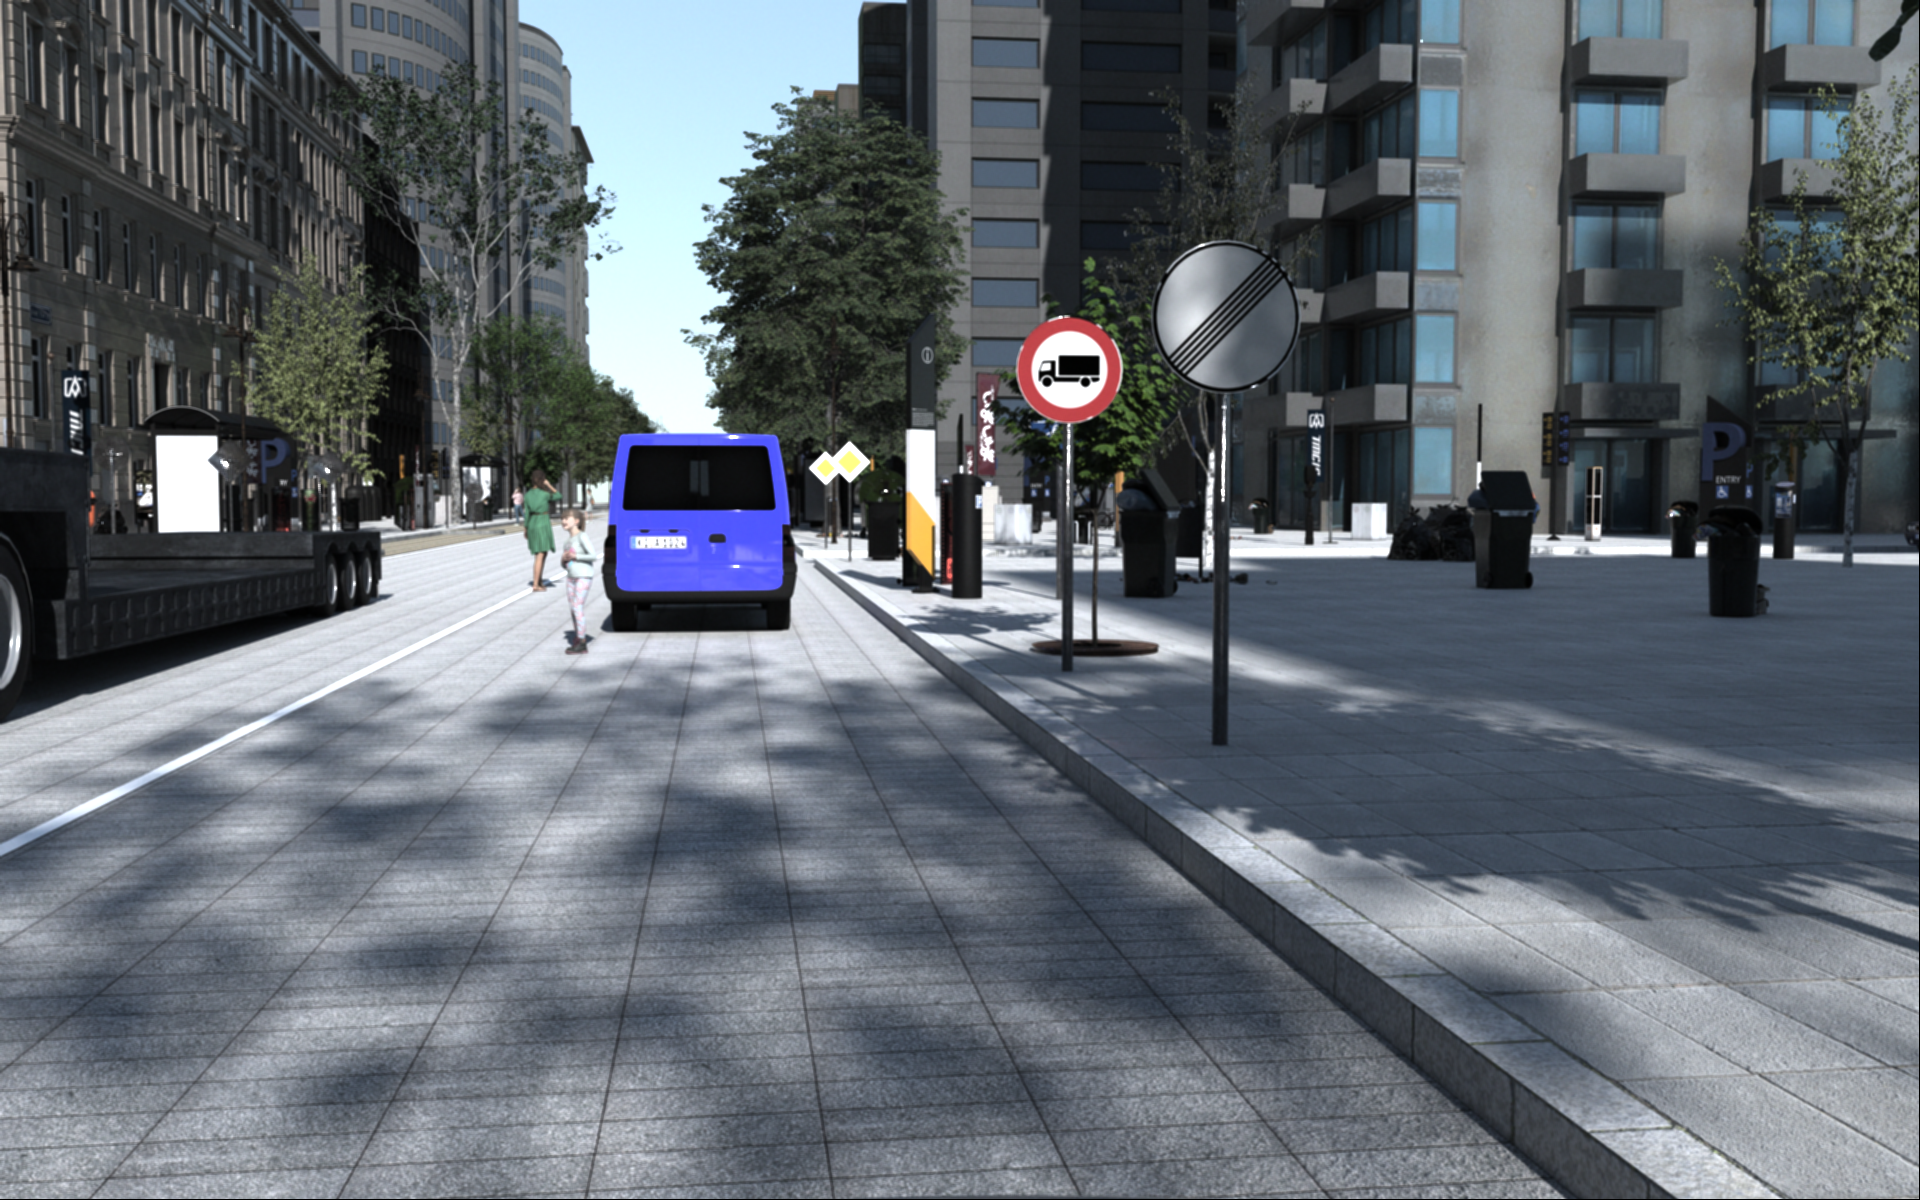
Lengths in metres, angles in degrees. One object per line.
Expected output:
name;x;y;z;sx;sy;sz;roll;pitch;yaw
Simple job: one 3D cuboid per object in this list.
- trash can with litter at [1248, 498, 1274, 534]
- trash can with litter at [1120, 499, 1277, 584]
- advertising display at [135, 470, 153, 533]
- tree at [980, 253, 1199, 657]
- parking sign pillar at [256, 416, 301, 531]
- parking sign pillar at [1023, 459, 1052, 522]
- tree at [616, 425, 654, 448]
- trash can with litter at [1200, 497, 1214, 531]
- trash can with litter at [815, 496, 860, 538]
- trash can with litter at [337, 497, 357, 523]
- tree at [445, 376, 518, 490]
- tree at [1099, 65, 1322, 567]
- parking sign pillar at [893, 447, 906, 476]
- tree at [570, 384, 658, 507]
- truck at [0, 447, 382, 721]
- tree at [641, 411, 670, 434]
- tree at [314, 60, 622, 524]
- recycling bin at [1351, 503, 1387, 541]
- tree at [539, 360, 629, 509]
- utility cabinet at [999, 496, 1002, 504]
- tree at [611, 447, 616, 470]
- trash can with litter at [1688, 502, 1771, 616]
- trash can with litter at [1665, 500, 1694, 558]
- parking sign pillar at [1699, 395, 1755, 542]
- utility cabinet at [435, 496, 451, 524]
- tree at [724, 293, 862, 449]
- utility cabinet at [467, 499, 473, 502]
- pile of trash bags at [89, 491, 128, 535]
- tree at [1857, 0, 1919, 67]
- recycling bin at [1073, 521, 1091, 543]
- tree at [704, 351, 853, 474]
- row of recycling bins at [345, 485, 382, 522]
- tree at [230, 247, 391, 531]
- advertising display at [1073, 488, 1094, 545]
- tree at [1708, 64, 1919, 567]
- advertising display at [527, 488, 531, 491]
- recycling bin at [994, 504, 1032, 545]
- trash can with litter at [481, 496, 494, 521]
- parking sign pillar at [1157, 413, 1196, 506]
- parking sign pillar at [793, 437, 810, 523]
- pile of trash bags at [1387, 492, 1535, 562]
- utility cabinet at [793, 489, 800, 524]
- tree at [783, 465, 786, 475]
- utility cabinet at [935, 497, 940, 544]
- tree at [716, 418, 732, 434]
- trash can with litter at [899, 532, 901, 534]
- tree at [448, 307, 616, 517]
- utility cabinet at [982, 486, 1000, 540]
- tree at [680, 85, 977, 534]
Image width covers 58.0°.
trash can with litter;9.737;-2.719;55.851;0.624;1.170;1.055;2;4;27
trash can with litter;3.562;-0.869;25.270;1.678;1.210;2.233;-3;5;-44
advertising display;-21.590;-2.524;46.483;0.974;1.923;0.123;-1;4;-13
tree;0.971;-1.193;14.109;1.663;3.219;1.824;0;3;0
parking sign pillar;-23.453;-4.343;59.484;1.447;3.967;1.447;1;4;11
parking sign pillar;3.587;-5.660;81.017;1.447;3.967;1.447;3;5;42
tree;-40.077;-16.901;210.750;8.767;10.594;7.601;3;5;40
trash can with litter;8.786;-2.971;59.963;0.624;1.170;1.055;-2;4;-34
trash can with litter;-3.577;-2.513;52.140;1.678;1.210;2.233;2;4;26
trash can with litter;-27.582;-4.069;77.915;1.055;1.170;0.624;-1;4;-22
tree;-30.066;-9.693;108.842;4.737;8.622;4.395;0;3;0
tree;4.401;-4.907;30.600;4.360;8.622;3.978;0;3;0
parking sign pillar;-1.941;-4.695;65.243;1.447;3.967;1.447;3;5;44
tree;-35.421;-15.931;177.476;9.611;12.733;9.660;0;3;0
truck;-7.566;-1.452;13.496;2.967;4.110;18.799;0;4;-8
tree;-46.533;-21.160;256.335;12.009;13.543;11.850;0;3;0
tree;-20.569;-13.343;74.045;12.611;20.169;13.585;0;3;0
recycling bin;11.353;-2.173;48.079;0.722;1.027;0.722;-3;5;-44
tree;-32.044;-13.998;146.999;7.486;12.596;7.792;0;3;0
utility cabinet;1.144;-3.430;67.236;1.020;1.237;0.306;-2;4;-35
tree;-36.718;-14.592;188.944;4.360;8.622;3.978;0;3;0
trash can with litter;8.220;-0.428;18.383;0.624;1.170;1.055;3;4;37
trash can with litter;14.583;-1.445;35.012;0.624;1.170;1.055;1;4;22
parking sign pillar;20.738;-3.570;46.846;1.447;3.967;1.447;-3;4;-37
utility cabinet;-21.953;-3.849;74.090;1.020;1.237;0.306;-2;4;-24
tree;-7.998;-9.759;85.308;9.928;11.665;9.643;0;3;0
utility cabinet;-23.430;-4.395;83.020;0.306;1.237;1.020;-1;4;-12
pile of trash bags;-20.953;-1.942;41.509;1.912;1.369;3.447;-2;4;-26
tree;3.211;-1.180;3.008;4.285;4.588;4.351;0;3;0
recycling bin;3.032;-2.048;46.036;0.722;1.027;0.722;-1;4;-14
tree;-10.772;-11.540;105.687;9.611;12.733;9.660;0;3;0
row of recycling bins;-28.144;-4.572;81.861;1.069;1.692;3.534;0;4;-2
tree;-18.716;-6.182;51.438;4.737;8.622;4.395;0;3;0
advertising display;3.162;-2.395;44.376;0.123;1.923;0.974;-2;4;-24
tree;15.608;-4.896;30.410;4.737;8.622;4.395;0;3;0
advertising display;-26.729;-6.345;108.957;0.974;1.923;0.123;-3;5;-41
recycling bin;1.346;-1.908;43.745;0.722;1.027;0.722;3;4;37
trash can with litter;-22.434;-4.285;81.440;1.055;1.170;0.624;2;4;31
parking sign pillar;7.222;-4.244;57.869;1.447;3.967;1.447;3;4;39
parking sign pillar;-7.114;-5.424;77.148;1.447;3.967;1.447;-1;4;-15
pile of trash bags;10.166;-1.495;34.192;3.447;1.369;1.912;-2;4;-35
utility cabinet;-7.073;-3.925;72.859;0.318;1.500;1.173;1;4;14
tree;-10.275;-6.196;95.910;1.663;3.219;1.824;0;3;0
utility cabinet;-0.913;-2.010;44.030;1.020;1.237;0.306;-2;4;-33
tree;-20.300;-16.482;179.847;12.009;13.543;11.850;0;3;0
trash can with litter;-1.820;-2.586;53.674;1.055;1.170;0.624;1;4;11
tree;-24.688;-10.472;96.973;9.928;11.665;9.643;0;3;0
utility cabinet;0.480;-2.362;47.289;1.173;1.500;0.318;1;4;9
tree;-4.046;-9.113;55.649;9.857;13.997;8.962;0;3;0
